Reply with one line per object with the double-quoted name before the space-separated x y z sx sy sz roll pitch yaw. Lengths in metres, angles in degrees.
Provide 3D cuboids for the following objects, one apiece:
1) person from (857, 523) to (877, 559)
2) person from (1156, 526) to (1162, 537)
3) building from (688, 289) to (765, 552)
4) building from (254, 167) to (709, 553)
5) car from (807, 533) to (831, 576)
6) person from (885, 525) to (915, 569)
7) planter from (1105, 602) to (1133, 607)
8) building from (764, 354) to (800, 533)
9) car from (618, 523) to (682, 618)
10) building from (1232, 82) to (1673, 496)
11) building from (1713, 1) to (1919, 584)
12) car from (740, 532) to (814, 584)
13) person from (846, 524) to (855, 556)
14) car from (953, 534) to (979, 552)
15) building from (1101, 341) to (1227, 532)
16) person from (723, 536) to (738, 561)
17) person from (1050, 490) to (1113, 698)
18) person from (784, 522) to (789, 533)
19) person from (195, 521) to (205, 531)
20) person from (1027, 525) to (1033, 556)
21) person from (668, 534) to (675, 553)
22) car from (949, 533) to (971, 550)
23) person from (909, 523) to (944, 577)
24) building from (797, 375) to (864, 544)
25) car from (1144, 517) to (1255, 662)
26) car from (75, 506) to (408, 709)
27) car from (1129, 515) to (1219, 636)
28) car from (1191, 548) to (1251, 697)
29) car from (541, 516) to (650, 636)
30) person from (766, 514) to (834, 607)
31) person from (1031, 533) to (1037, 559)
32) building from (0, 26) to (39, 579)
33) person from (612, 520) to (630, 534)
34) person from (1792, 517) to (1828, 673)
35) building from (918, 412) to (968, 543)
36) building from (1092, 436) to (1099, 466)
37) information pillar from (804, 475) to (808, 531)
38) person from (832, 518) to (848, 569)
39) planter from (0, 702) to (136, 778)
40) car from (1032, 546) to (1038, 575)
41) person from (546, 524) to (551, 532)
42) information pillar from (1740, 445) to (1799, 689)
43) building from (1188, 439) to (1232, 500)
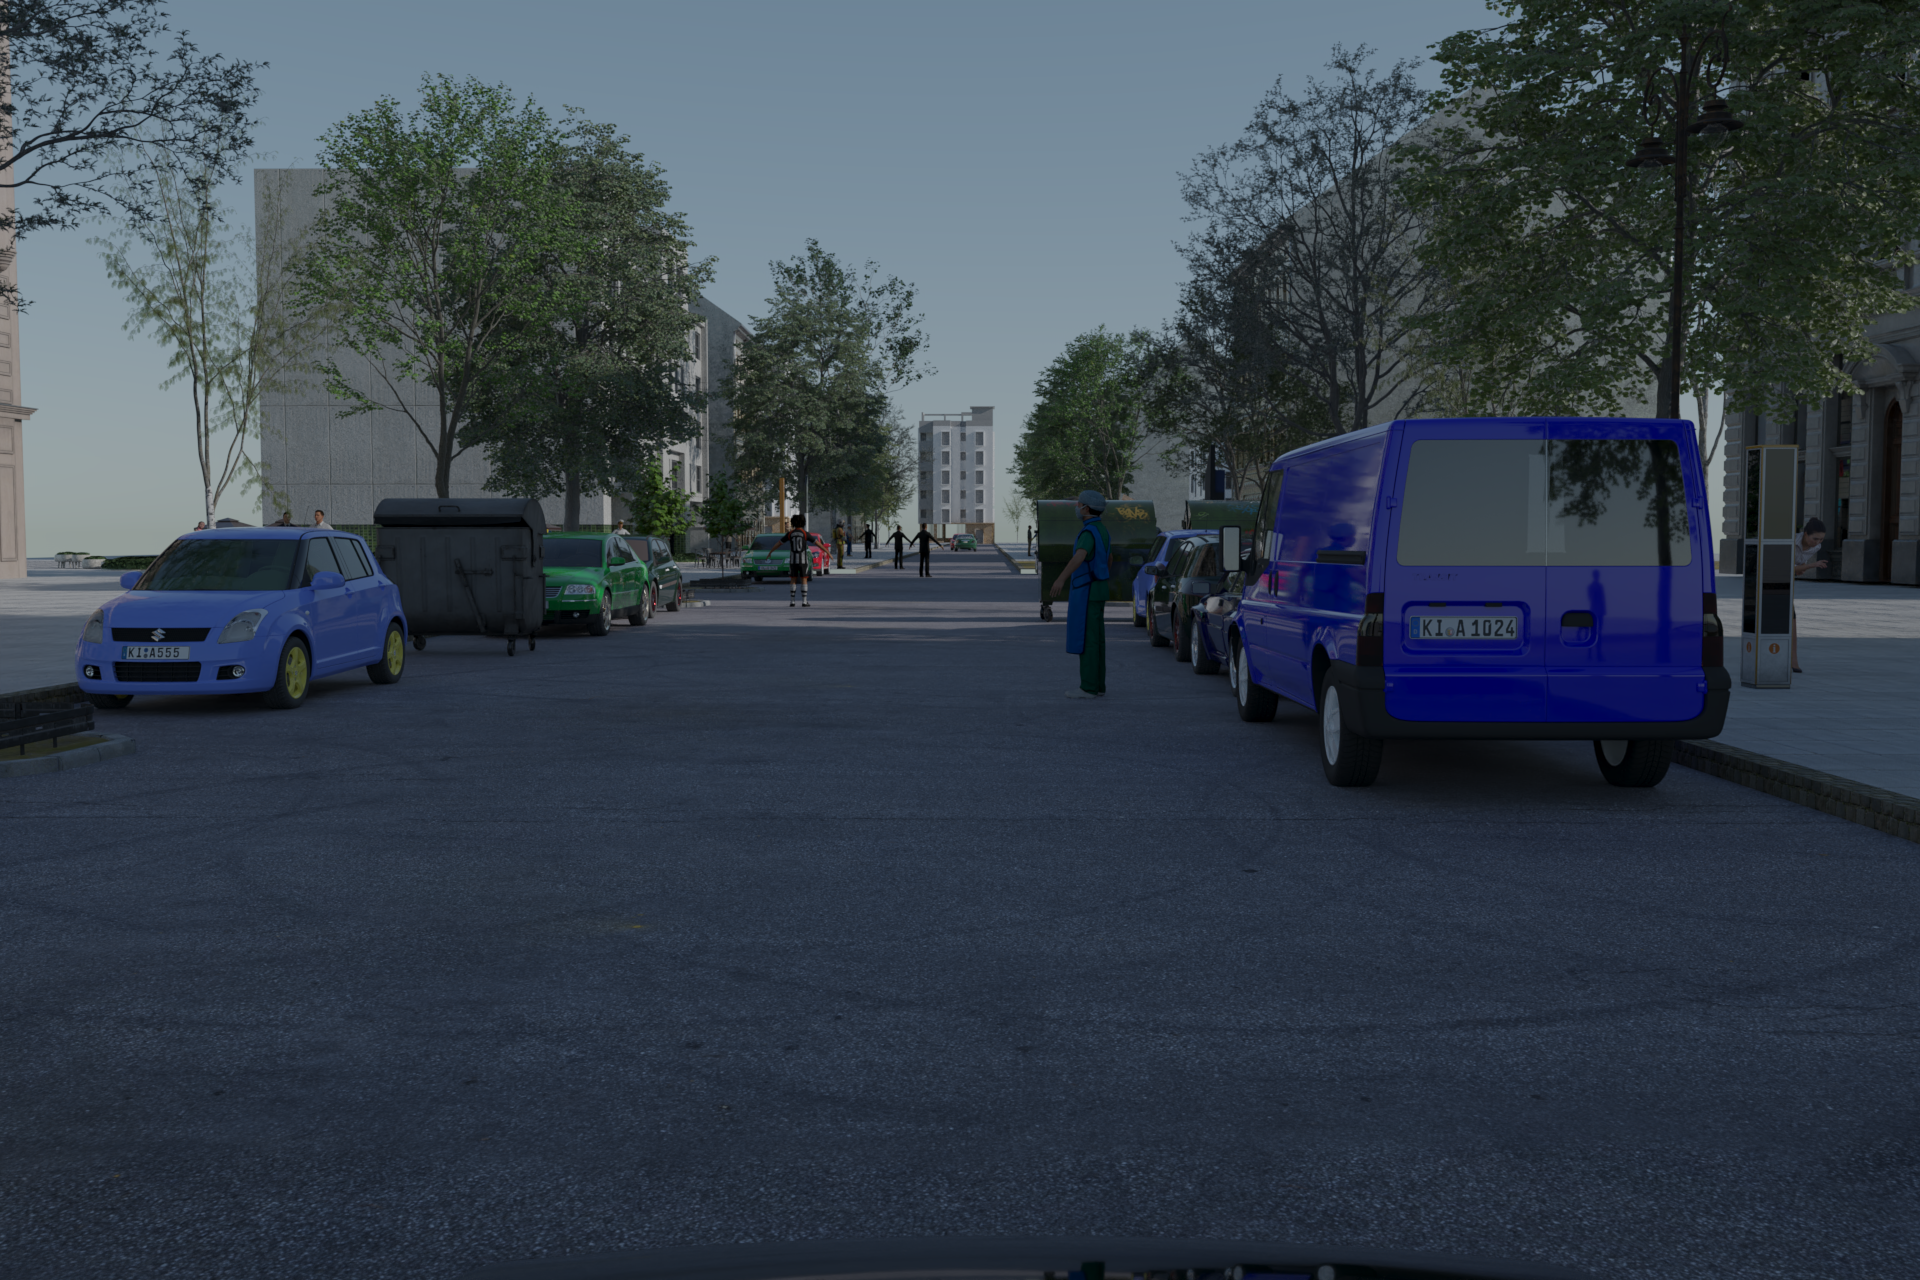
"person" -4.839 -5.197 90.906 1.347 1.837 0.705 -3 5 -44
"person" 5.560 -2.731 50.483 1.345 1.849 0.704 -1 4 -21
"building" -25.439 -18.504 133.476 19.493 23.208 18.063 0 3 0
"building" -25.429 -14.267 99.727 16.747 18.905 31.486 0 4 1
"car" -5.524 -3.123 60.108 2.155 1.783 4.494 0 4 1
"person" -2.471 -3.771 70.341 1.346 1.802 0.704 2 4 26
"planter" 3.652 -0.849 35.019 1.991 0.319 1.994 0 4 1
"building" -22.780 -19.771 179.671 16.016 20.090 11.380 0 4 2
"car" -6.034 -1.275 30.636 2.009 1.686 4.222 0 4 1
"building" 25.358 -16.042 93.215 19.493 23.208 18.063 0 4 0
"building" 27.243 -13.083 41.626 11.050 23.595 19.941 0 4 1
"car" -5.387 -2.596 51.235 1.959 1.807 4.718 0 4 1
"person" -6.346 -5.728 99.511 0.705 1.847 1.347 -1 4 -20
"car" 0.465 -7.944 141.689 2.131 1.459 4.920 0 4 1
"building" 25.975 -22.610 200.606 19.493 23.208 18.063 0 4 1
"person" -11.158 -4.740 83.630 0.705 1.813 1.348 2 4 24
"person" 1.116 -0.406 15.221 0.704 1.817 1.347 1 4 22
"person" -7.450 -4.192 74.682 0.704 1.812 1.346 1 4 9
"person" -21.301 -2.518 48.682 0.593 1.643 0.415 3 5 44
"person" 4.044 -5.723 99.845 0.705 1.796 1.348 0 4 2
"person" -14.997 -5.080 89.775 0.721 1.740 1.216 0 4 0
"car" 0.081 -8.785 152.679 2.155 1.783 4.494 0 4 1
"person" -1.158 -2.984 57.476 1.346 1.802 0.704 2 4 30
"building" -22.828 -24.580 232.817 19.493 23.208 18.063 0 4 2
"car" 3.277 -0.675 20.822 2.009 1.686 4.222 0 4 0
"car" -6.253 -0.350 15.313 1.945 1.707 3.694 0 4 1
"car" 3.489 -0.978 25.579 1.945 1.707 3.694 0 4 1
"car" 3.251 -0.242 16.531 1.945 1.354 3.894 0 4 0
"car" -5.819 -1.037 25.758 1.959 1.807 4.718 0 4 1
"person" -3.169 -1.559 34.088 1.345 1.843 0.704 0 4 5
"person" 4.070 -5.137 89.959 0.705 1.833 1.349 2 4 29
"building" -31.862 -13.839 38.283 10.469 25.551 25.511 0 3 0
"person" -11.706 -3.262 59.801 1.216 1.778 0.721 -1 4 -20
"person" 7.687 -0.416 16.036 0.799 1.438 0.628 3 5 43
"building" -5.966 -24.570 260.594 11.380 20.090 16.016 0 4 8
"building" 26.809 -23.879 221.357 19.493 23.208 18.063 0 4 1
"information pillar" -6.095 -4.733 68.734 0.183 3.616 0.504 0 4 1
"person" -4.365 -3.535 63.563 0.705 1.858 1.354 -1 4 -16
"planter" -6.412 0.627 10.893 1.991 0.319 1.994 0 4 2
"car" 3.660 -3.066 62.490 2.083 1.381 4.827 0 4 1
"person" -15.212 -3.476 63.301 1.216 1.772 0.721 -1 4 -10
"information pillar" 6.730 -0.607 14.414 0.304 2.012 0.304 0 4 0
"building" 25.200 -12.407 144.998 9.099 9.664 28.070 0 4 1
